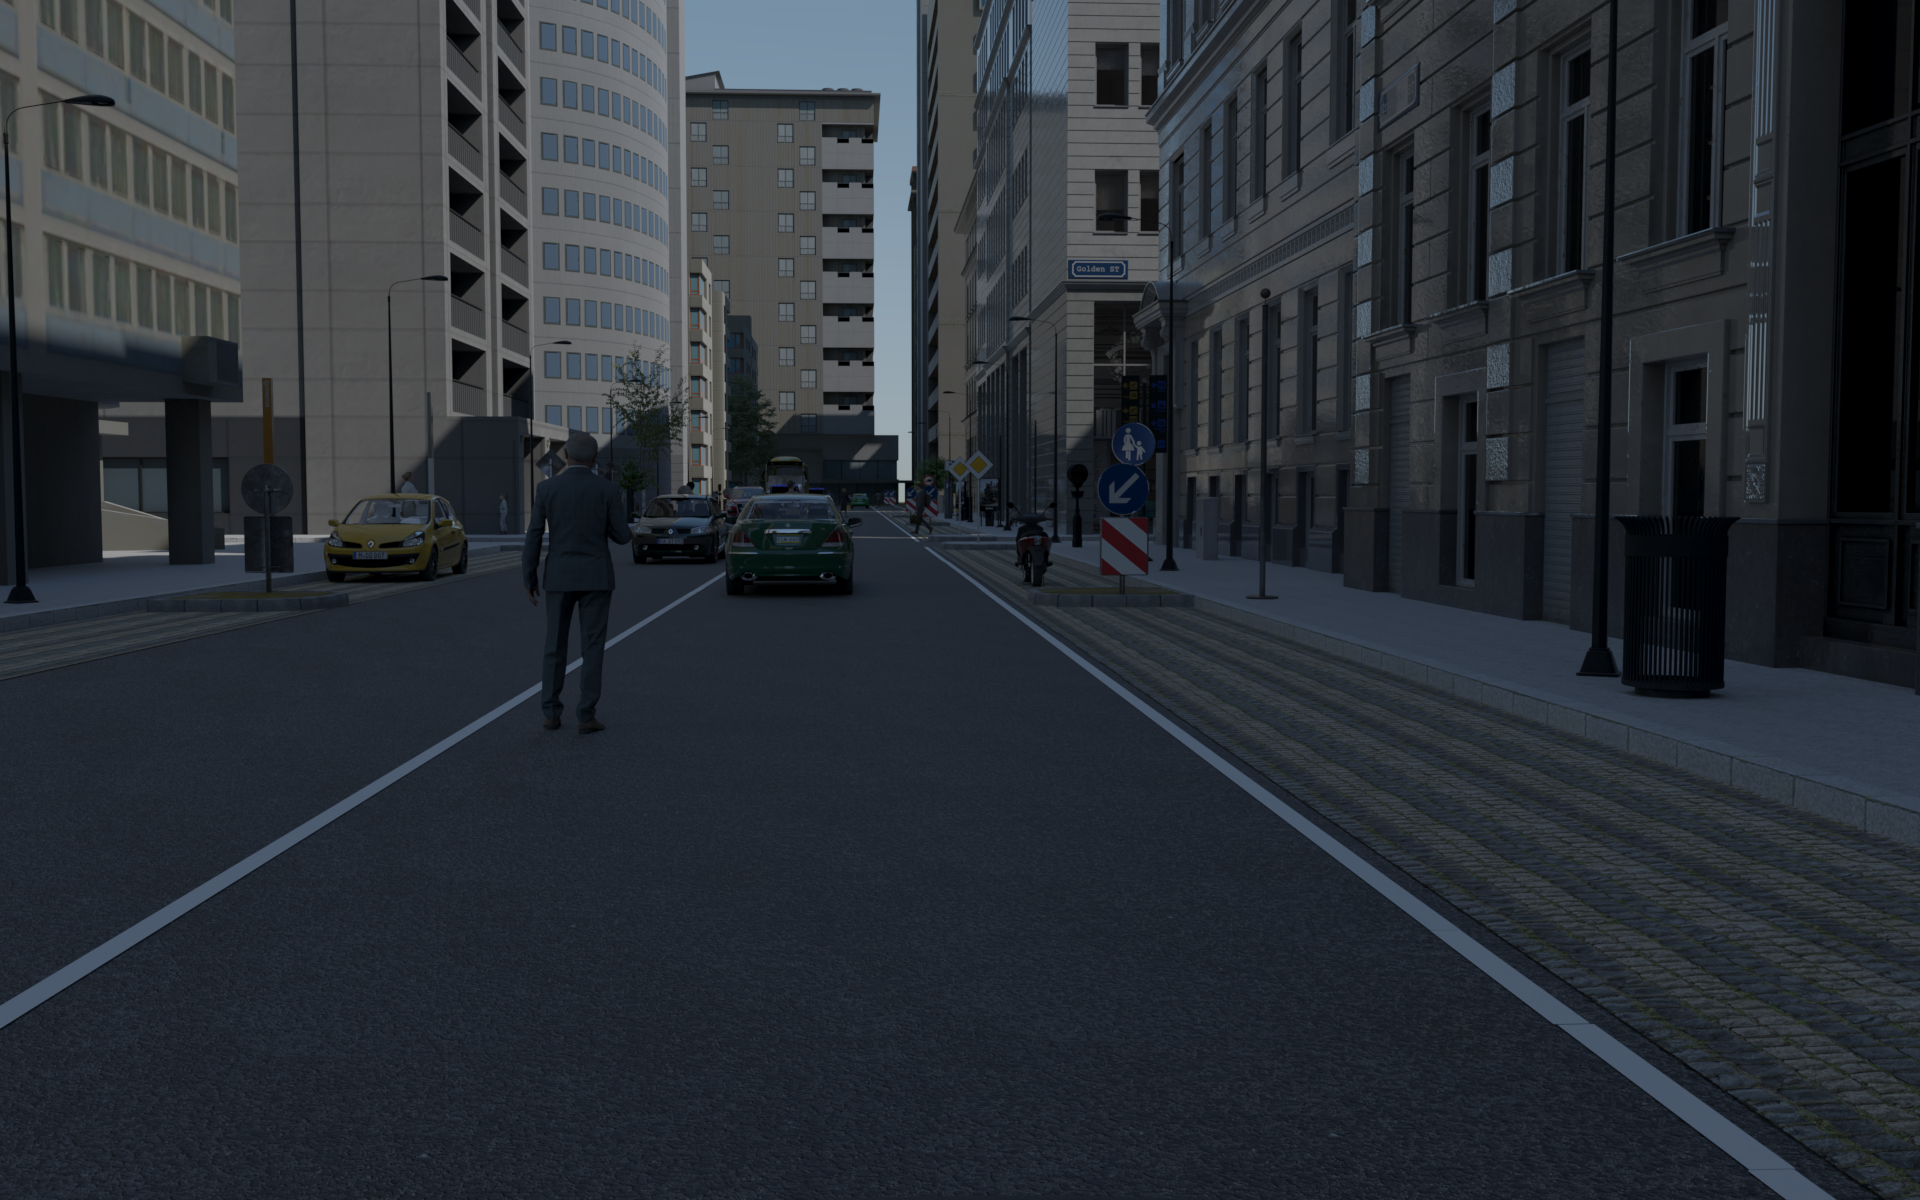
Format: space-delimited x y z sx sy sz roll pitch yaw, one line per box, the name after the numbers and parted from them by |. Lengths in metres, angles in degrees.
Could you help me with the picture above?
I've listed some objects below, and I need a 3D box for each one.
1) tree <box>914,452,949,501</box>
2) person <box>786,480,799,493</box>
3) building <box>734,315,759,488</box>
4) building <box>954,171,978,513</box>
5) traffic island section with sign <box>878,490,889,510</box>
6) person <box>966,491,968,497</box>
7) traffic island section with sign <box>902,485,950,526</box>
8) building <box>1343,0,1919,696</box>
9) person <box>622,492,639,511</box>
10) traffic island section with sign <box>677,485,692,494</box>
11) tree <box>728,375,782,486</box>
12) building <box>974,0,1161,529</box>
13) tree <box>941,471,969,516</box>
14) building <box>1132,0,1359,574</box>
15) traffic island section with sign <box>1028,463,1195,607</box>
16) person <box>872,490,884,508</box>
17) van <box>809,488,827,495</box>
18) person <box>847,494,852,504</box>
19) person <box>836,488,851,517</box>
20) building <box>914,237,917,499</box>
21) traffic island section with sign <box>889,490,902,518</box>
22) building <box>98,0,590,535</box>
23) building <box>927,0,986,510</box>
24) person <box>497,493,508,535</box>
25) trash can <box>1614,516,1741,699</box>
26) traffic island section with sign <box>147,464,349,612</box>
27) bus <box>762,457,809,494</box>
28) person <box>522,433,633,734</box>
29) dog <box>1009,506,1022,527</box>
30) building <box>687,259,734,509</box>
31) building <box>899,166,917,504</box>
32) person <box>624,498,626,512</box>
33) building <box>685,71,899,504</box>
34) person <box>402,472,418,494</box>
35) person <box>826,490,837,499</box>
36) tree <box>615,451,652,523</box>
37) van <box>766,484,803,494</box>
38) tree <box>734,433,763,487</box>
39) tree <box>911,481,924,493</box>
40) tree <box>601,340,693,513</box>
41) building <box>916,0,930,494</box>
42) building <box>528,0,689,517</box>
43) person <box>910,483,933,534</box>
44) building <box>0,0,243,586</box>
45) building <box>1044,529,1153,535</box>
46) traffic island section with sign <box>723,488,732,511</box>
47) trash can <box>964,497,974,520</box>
-1.889 -9.239 134.773 4.285 4.588 4.351 0 3 0 | tree
-4.162 -2.110 43.347 0.599 1.781 0.374 -1 4 -17 | person
-37.097 -20.950 187.578 28.899 21.520 27.650 0 4 -3 | building
8.482 -17.167 113.964 16.112 22.955 30.059 0 4 -3 | building
-6.183 -8.970 155.290 1.989 1.847 2.006 0 4 -3 | traffic island section with sign
0.193 -6.070 105.681 0.834 1.777 0.661 2 4 26 | person
-1.480 -4.261 78.294 1.989 1.847 2.006 0 4 -3 | traffic island section with sign
11.675 -13.098 11.422 12.463 27.353 25.104 0 4 -3 | building
-15.055 -4.455 78.998 0.853 1.813 0.709 3 5 43 | person
-12.254 -4.202 77.332 1.989 1.847 2.006 0 4 -3 | traffic island section with sign
-20.962 -15.112 165.209 7.486 12.596 7.792 0 3 0 | tree
7.233 -18.731 83.748 11.434 29.767 29.804 0 4 -3 | building
-0.264 -6.609 102.664 1.663 3.219 1.824 0 3 0 | tree
11.778 -15.205 34.505 13.634 28.700 20.117 0 4 -3 | building
1.921 -0.862 22.729 1.989 1.847 2.006 0 4 -3 | traffic island section with sign
-8.195 -10.136 174.227 1.348 1.824 0.705 -2 4 -27 | person
-14.335 -10.315 173.034 2.240 2.365 5.245 0 4 -3 | van
-12.861 -11.628 201.804 0.799 1.438 0.628 1 4 21 | person
-7.364 -5.991 106.664 0.699 1.804 1.509 -3 4 -39 | person
1.770 -25.969 196.288 14.160 30.474 14.107 0 4 -3 | building
-3.119 -5.907 105.199 1.989 1.847 2.006 0 4 -3 | traffic island section with sign
-24.703 -38.161 62.180 20.563 71.187 20.611 0 4 -3 | building
8.267 -32.194 150.066 21.300 48.544 21.600 0 4 -3 | building
-14.344 -2.690 54.302 0.394 1.301 0.425 -2 4 -29 | person
4.555 0.037 11.043 0.748 1.137 0.748 0 3 0 | trash can
-8.871 -0.808 21.844 1.989 1.847 2.006 0 4 -3 | traffic island section with sign
-11.654 -7.688 117.248 2.896 3.916 12.252 0 4 -4 | bus
-2.324 -0.116 10.569 0.661 1.801 0.590 0 4 -7 | person
2.073 -3.309 68.478 0.513 0.831 0.800 -1 4 -20 | dog
-33.620 -18.112 141.167 27.650 21.520 28.899 0 4 -3 | building
6.259 -34.838 224.219 28.867 44.769 22.147 0 4 -3 | building
-17.393 -5.183 90.778 0.713 1.824 0.794 -2 4 -29 | person
-22.043 -38.890 225.097 27.495 52.752 28.713 0 4 -3 | building
-12.779 -2.067 40.069 0.641 1.798 0.478 -3 4 -36 | person
-11.984 -9.224 159.296 1.348 1.826 0.705 0 4 -6 | person
-14.680 -5.025 76.763 1.663 3.219 1.824 0 3 0 | tree
-10.563 -6.159 105.083 2.240 2.365 5.245 0 4 -2 | van
-21.597 -13.603 172.767 4.360 8.622 3.978 0 3 0 | tree
-2.999 -8.977 141.373 1.663 3.219 1.824 0 3 0 | tree
-15.031 -8.144 83.524 4.737 8.622 4.395 0 3 0 | tree
6.130 -38.687 174.538 21.231 58.520 28.212 0 4 -3 | building
-28.812 -34.523 106.447 21.231 58.520 28.212 0 4 -3 | building
-1.383 -3.264 61.832 0.822 1.834 0.622 0 4 0 | person
-24.629 -20.340 24.448 23.993 40.220 32.217 0 4 -3 | building
17.708 -17.269 59.846 29.804 29.767 11.434 0 4 -3 | building
-13.906 -5.852 104.315 1.989 1.847 2.006 0 4 -3 | traffic island section with sign
0.321 -4.479 84.877 0.748 1.137 0.748 0 3 0 | trash can
